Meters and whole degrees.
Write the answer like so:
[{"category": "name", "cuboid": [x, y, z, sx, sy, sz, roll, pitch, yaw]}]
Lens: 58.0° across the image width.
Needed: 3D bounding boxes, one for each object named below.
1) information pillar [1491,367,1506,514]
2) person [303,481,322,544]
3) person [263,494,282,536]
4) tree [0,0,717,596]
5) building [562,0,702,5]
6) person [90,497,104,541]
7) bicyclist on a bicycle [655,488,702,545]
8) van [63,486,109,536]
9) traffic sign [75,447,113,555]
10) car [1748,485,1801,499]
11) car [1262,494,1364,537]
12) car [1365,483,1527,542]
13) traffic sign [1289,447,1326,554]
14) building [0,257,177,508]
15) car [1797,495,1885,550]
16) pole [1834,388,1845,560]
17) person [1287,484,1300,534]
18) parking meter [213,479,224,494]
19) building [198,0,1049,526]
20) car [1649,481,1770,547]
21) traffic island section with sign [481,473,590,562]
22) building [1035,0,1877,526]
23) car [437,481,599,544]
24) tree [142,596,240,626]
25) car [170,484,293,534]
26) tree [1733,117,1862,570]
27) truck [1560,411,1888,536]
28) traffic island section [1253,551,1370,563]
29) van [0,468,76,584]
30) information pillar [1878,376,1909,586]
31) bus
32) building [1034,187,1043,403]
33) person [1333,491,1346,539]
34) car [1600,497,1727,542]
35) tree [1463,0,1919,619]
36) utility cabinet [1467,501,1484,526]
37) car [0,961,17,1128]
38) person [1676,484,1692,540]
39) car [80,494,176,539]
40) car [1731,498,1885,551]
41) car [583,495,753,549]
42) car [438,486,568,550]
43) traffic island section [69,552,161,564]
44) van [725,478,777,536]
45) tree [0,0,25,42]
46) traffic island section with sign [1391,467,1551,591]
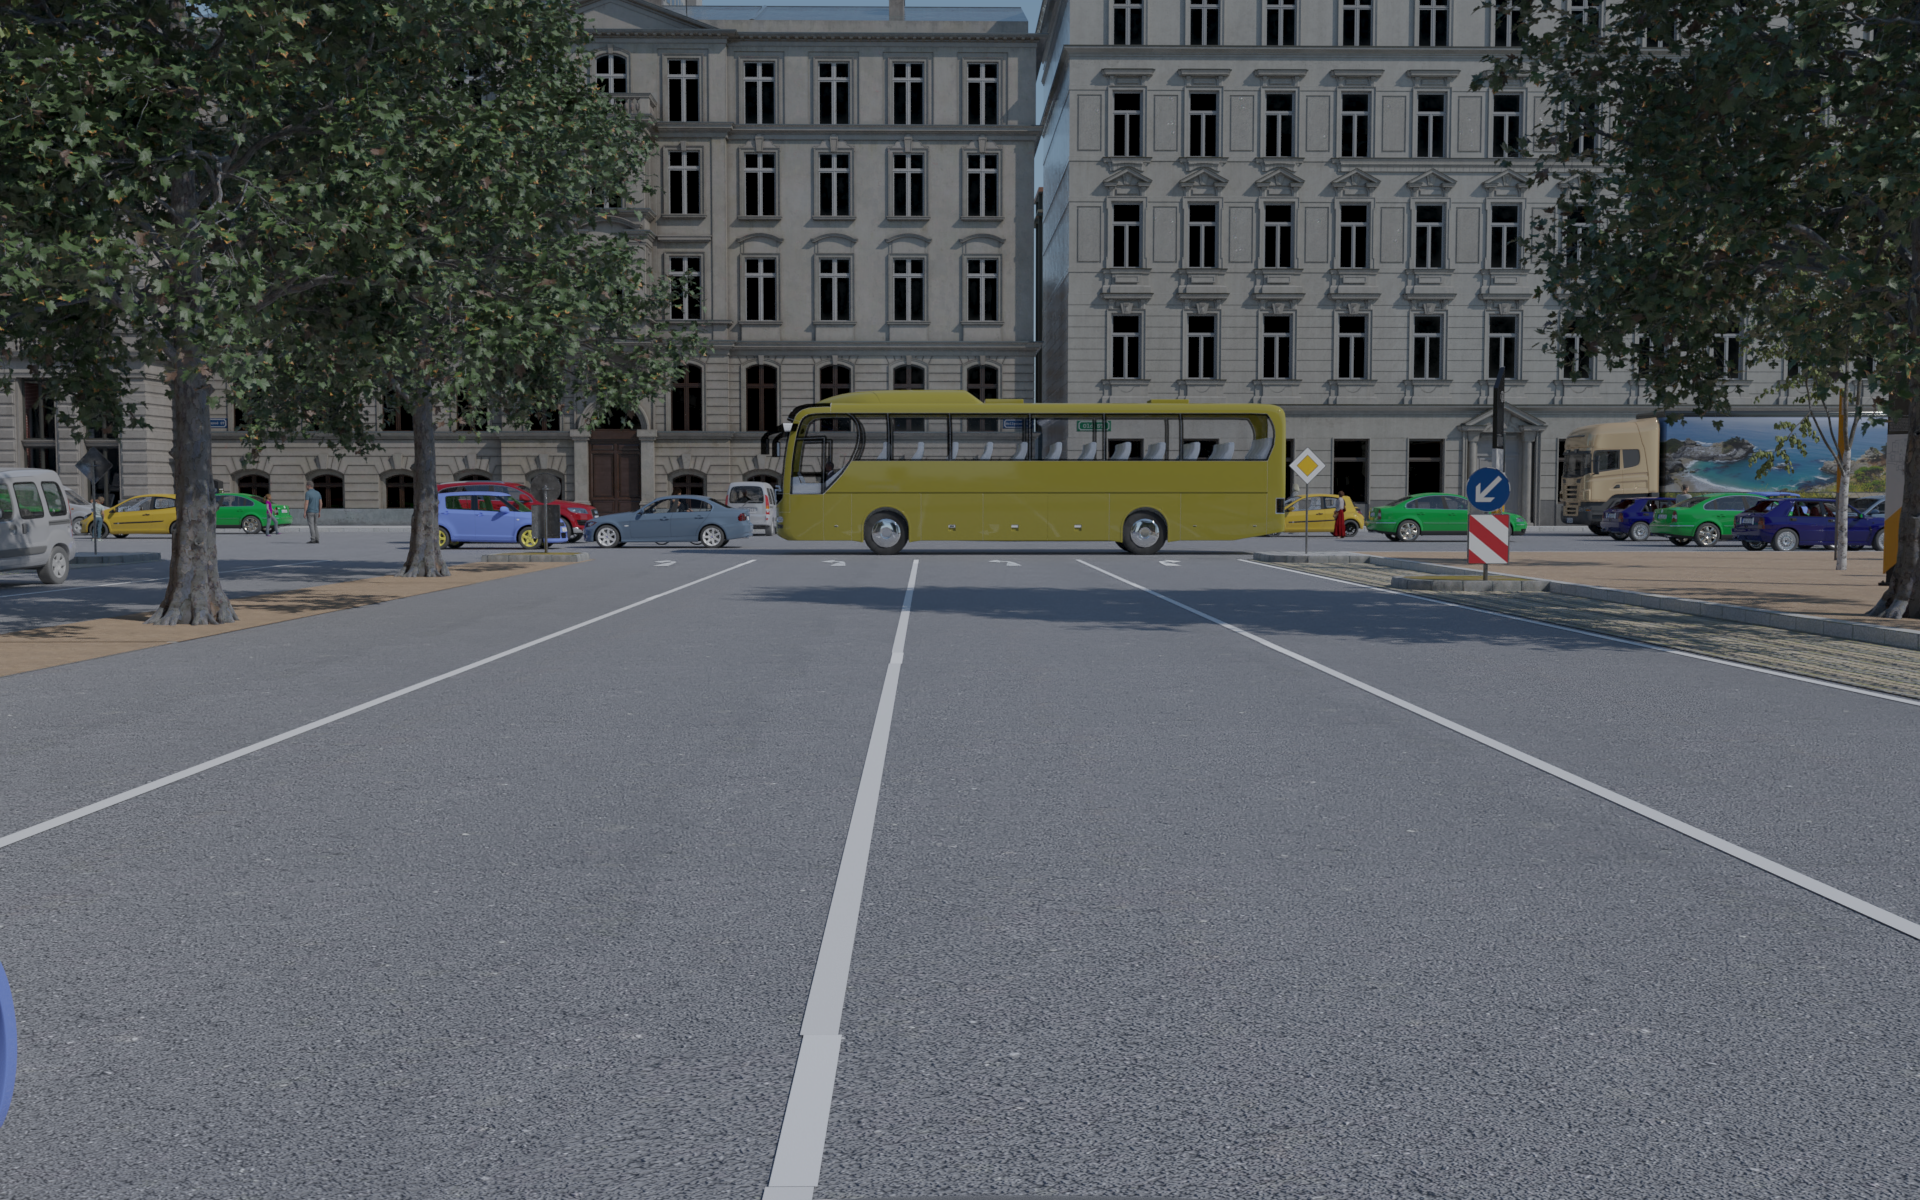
[{"category": "information pillar", "cuboid": [9.868, -2.473, 31.781, 0.183, 3.616, 0.504, 2, 4, 32]}, {"category": "person", "cuboid": [-18.774, -2.541, 50.167, 0.434, 1.807, 0.598, 3, 4, 36]}, {"category": "person", "cuboid": [-23.275, -2.877, 58.771, 0.776, 1.435, 0.726, -1, 4, -16]}, {"category": "tree", "cuboid": [-9.276, -6.748, 29.803, 9.611, 12.733, 9.660, 0, 3, 0]}, {"category": "building", "cuboid": [-33.633, -36.817, 143.952, 21.231, 58.520, 28.212, 0, 4, -1]}, {"category": "person", "cuboid": [-26.267, -2.466, 52.729, 0.435, 1.345, 0.340, -1, 4, -19]}, {"category": "bicyclist on a bicycle", "cuboid": [-7.879, -2.360, 48.614, 1.625, 1.676, 1.499, 0, 4, 0]}, {"category": "van", "cuboid": [-31.618, -3.267, 60.426, 4.112, 2.044, 2.013, 0, 4, 0]}, {"category": "traffic sign", "cuboid": [-18.317, -2.019, 36.648, 0.795, 2.450, 0.064, 0, 4, -1]}, {"category": "car", "cuboid": [24.832, -2.698, 53.704, 1.945, 1.707, 3.694, 0, 4, -2]}, {"category": "car", "cuboid": [11.543, -2.940, 58.298, 3.980, 1.641, 2.015, 0, 4, -3]}, {"category": "car", "cuboid": [14.691, -2.661, 52.295, 4.718, 1.807, 1.959, 0, 4, 0]}, {"category": "traffic sign", "cuboid": [7.424, -2.045, 37.081, 0.795, 2.450, 0.064, 0, 4, -1]}, {"category": "building", "cuboid": [-41.223, -14.875, 72.092, 19.941, 23.489, 11.050, 0, 4, -1]}, {"category": "car", "cuboid": [23.824, -2.019, 45.018, 4.499, 1.417, 2.014, 0, 4, -1]}, {"category": "pole", "cuboid": [17.012, -2.421, 33.429, 0.158, 3.312, 0.155, 0, 3, 0]}, {"category": "person", "cuboid": [11.884, -3.252, 61.853, 0.526, 1.800, 0.537, 2, 4, 34]}, {"category": "parking meter", "cuboid": [-28.835, -3.769, 67.327, 0.399, 1.863, 0.255, 2, 4, 24]}, {"category": "building", "cuboid": [-13.929, -15.618, 74.435, 34.723, 24.649, 14.460, 0, 4, -1]}, {"category": "car", "cuboid": [21.445, -2.366, 47.475, 4.718, 1.807, 1.959, 0, 4, -2]}, {"category": "traffic island section with sign", "cuboid": [-9.014, -1.772, 37.108, 2.006, 1.907, 1.989, 0, 4, -1]}, {"category": "building", "cuboid": [25.578, -18.352, 76.473, 44.131, 29.872, 17.030, 0, 4, -1]}, {"category": "car", "cuboid": [-13.226, -2.565, 50.613, 5.304, 1.827, 2.281, 0, 4, 0]}, {"category": "tree", "cuboid": [-8.486, -6.087, 18.981, 9.611, 12.733, 9.660, 0, 3, 0]}, {"category": "car", "cuboid": [-26.550, -3.272, 62.291, 4.718, 1.807, 1.959, 0, 4, -2]}, {"category": "tree", "cuboid": [14.789, -4.821, 29.180, 4.737, 8.622, 4.395, 0, 3, 0]}, {"category": "truck", "cuboid": [25.868, -4.311, 59.400, 11.283, 4.237, 2.839, 0, 4, -1]}, {"category": "traffic island section", "cuboid": [7.447, -0.910, 37.159, 2.009, 0.180, 2.903, 0, 4, -1]}, {"category": "van", "cuboid": [-15.143, -1.172, 26.172, 2.013, 2.044, 4.112, 0, 4, 1]}, {"category": "information pillar", "cuboid": [13.064, -1.995, 23.975, 0.183, 3.616, 0.504, -2, 4, -31]}, {"category": "bus", "cuboid": [1.490, -3.062, 41.607, 12.252, 3.916, 2.896, 0, 4, -1]}, {"category": "building", "cuboid": [23.022, -35.709, 238.461, 28.867, 44.769, 22.147, 0, 4, -1]}, {"category": "person", "cuboid": [12.273, -2.753, 55.977, 0.387, 1.526, 0.523, 2, 4, 26]}, {"category": "car", "cuboid": [21.791, -2.474, 53.032, 3.894, 1.354, 1.945, 0, 4, -1]}, {"category": "tree", "cuboid": [10.027, -6.166, 17.824, 9.611, 12.733, 9.660, 0, 3, 0]}, {"category": "utility cabinet", "cuboid": [10.019, -1.522, 33.570, 0.318, 1.500, 1.173, 1, 4, 15]}, {"category": "car", "cuboid": [-2.577, 0.477, 1.794, 1.945, 1.707, 3.694, 0, 4, -2]}, {"category": "person", "cuboid": [21.187, -2.529, 50.592, 0.466, 1.731, 0.760, 0, 4, -1]}, {"category": "car", "cuboid": [-26.314, -2.802, 56.031, 3.980, 1.641, 2.015, 0, 4, -1]}, {"category": "car", "cuboid": [21.273, -1.846, 42.759, 3.894, 1.354, 1.945, 0, 4, -2]}, {"category": "car", "cuboid": [-7.810, -2.103, 46.394, 4.499, 1.417, 2.014, 0, 4, -1]}, {"category": "car", "cuboid": [-12.161, -2.184, 45.303, 3.694, 1.707, 1.945, 0, 4, 0]}, {"category": "traffic island section", "cuboid": [-18.340, -0.882, 36.710, 2.009, 0.180, 2.903, 0, 4, -1]}, {"category": "van", "cuboid": [-7.196, -3.272, 60.505, 2.013, 2.044, 4.112, 0, 4, 1]}, {"category": "tree", "cuboid": [-8.417, -3.610, 11.845, 4.737, 8.622, 4.395, 0, 3, 0]}, {"category": "traffic island section with sign", "cuboid": [7.655, -1.080, 26.280, 1.989, 1.847, 2.006, 0, 4, -1]}]
